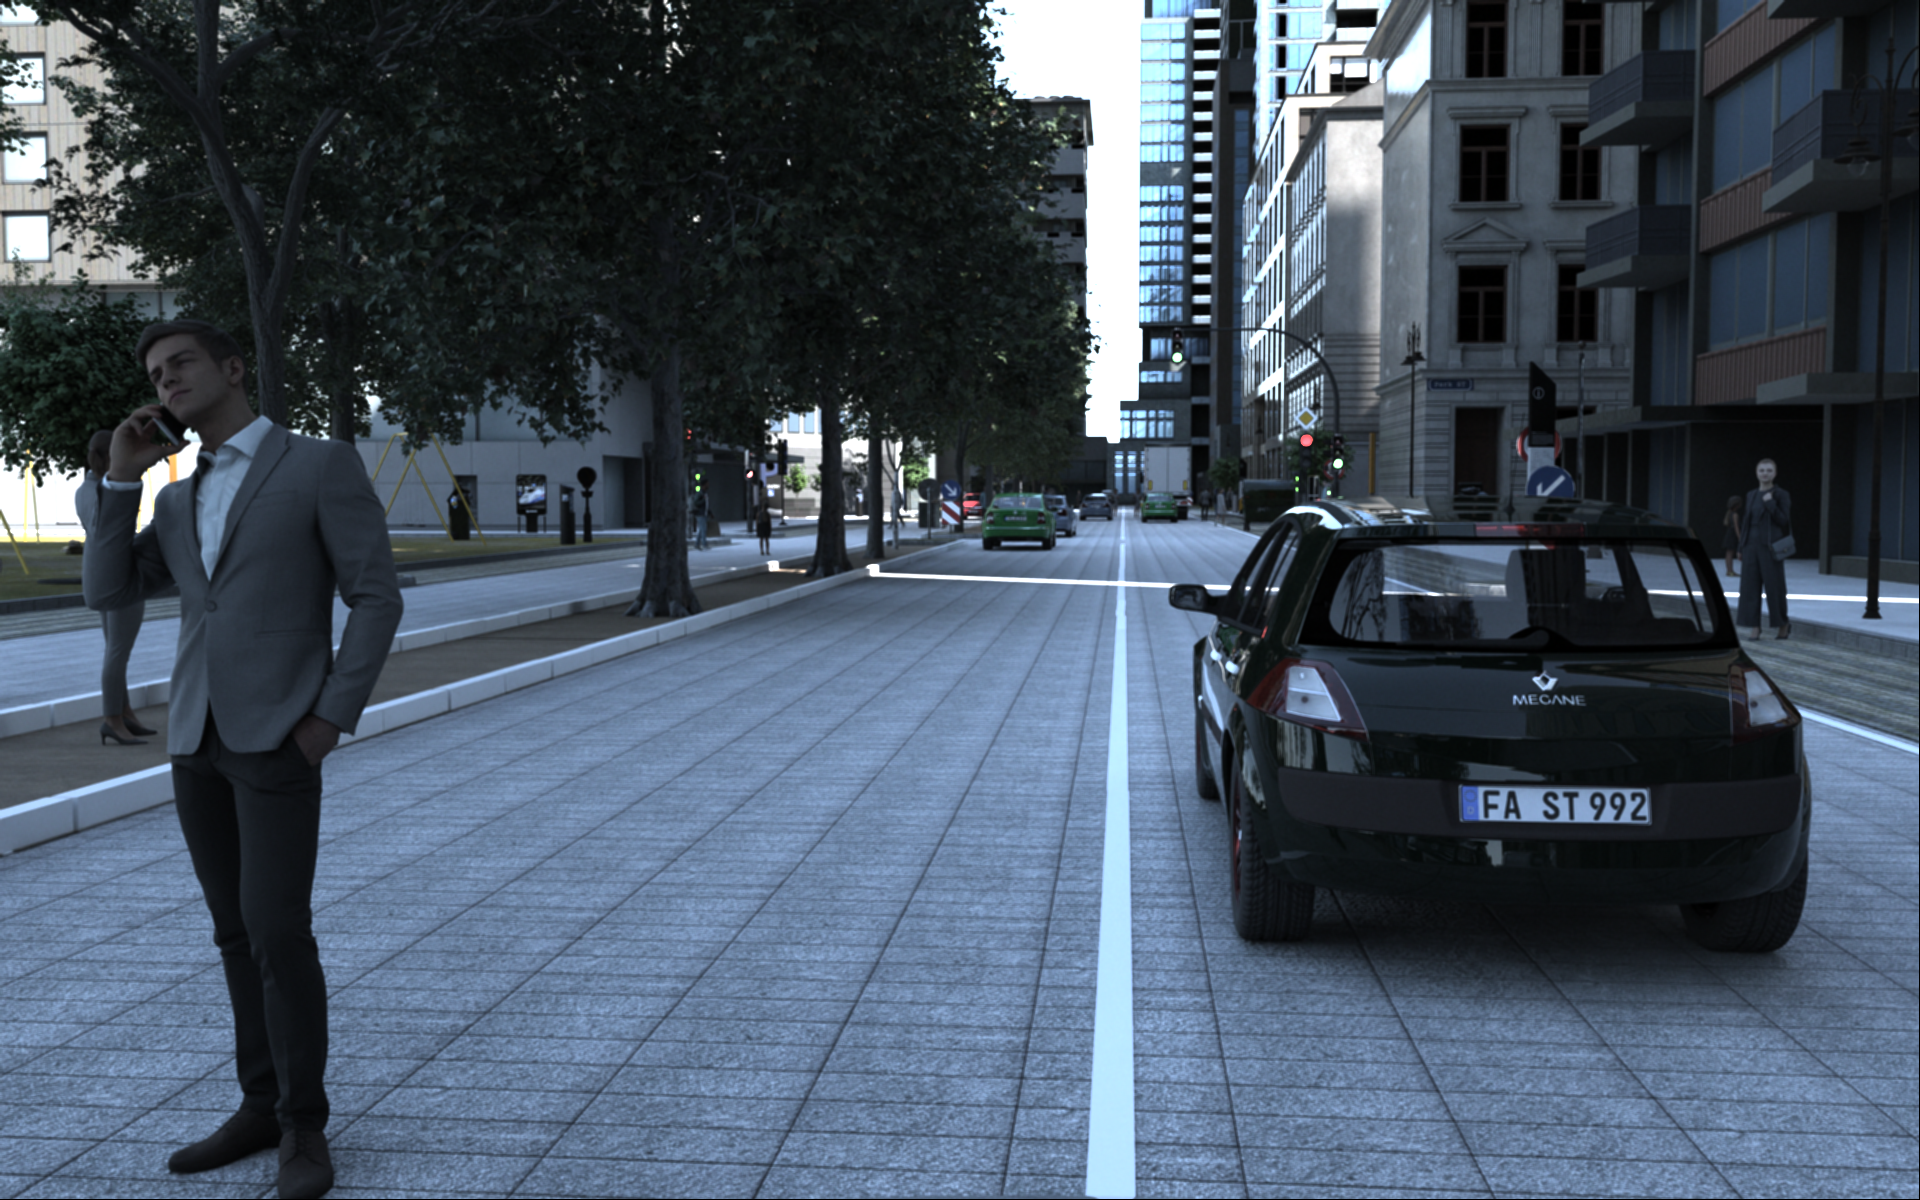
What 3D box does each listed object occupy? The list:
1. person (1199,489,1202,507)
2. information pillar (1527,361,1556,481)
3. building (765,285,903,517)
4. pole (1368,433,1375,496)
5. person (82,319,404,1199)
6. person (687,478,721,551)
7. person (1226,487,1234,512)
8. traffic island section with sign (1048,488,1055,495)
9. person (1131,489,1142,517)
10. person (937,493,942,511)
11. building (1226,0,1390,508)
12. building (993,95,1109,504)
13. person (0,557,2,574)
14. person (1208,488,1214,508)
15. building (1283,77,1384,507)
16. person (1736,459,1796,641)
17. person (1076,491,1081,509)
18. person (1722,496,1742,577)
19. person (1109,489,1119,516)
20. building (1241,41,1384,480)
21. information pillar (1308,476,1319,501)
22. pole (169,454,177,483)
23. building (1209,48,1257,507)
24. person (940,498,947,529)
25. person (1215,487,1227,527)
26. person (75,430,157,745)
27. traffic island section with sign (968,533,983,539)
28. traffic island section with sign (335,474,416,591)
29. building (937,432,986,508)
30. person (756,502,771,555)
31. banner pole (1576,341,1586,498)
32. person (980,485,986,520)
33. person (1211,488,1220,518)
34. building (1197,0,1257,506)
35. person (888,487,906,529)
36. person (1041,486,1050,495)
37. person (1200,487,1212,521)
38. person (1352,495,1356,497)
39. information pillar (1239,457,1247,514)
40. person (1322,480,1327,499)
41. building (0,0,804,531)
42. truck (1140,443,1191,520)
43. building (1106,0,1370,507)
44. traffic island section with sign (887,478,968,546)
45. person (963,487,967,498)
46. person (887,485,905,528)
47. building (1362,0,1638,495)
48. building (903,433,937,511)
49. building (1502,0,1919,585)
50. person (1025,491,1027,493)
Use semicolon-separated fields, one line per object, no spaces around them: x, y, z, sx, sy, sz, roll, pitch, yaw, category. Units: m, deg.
23.804;-10.110;171.437;0.705;1.812;1.348;1;4;15;person
10.258;-2.401;30.617;0.504;3.616;0.183;-1;4;-10;information pillar
-15.803;-34.585;107.458;21.231;58.520;28.212;0;4;5;building
13.691;-3.899;57.590;0.158;3.312;0.155;0;3;0;pole
-1.509;0.307;3.664;0.592;1.802;0.473;2;4;33;person
-6.399;-2.131;43.335;0.713;1.824;0.794;2;4;31;person
19.610;-7.274;125.155;0.709;1.800;0.728;2;4;34;person
6.836;-7.507;130.875;2.006;1.907;1.989;0;4;5;traffic island section with sign
11.024;-6.082;108.306;0.716;1.782;0.532;0;4;2;person
-1.564;-7.662;131.504;0.526;1.800;0.537;-1;4;-10;person
34.564;-51.278;151.067;22.319;86.520;31.000;0;4;5;building
5.915;-39.180;229.831;27.495;52.752;28.713;0;4;5;building
-6.748;-0.182;11.817;0.374;1.781;0.599;-1;4;-17;person
23.199;-9.457;160.681;1.348;1.823;0.705;-1;4;-17;person
21.809;-14.505;86.311;9.793;20.994;18.267;0;4;5;building
7.852;-0.489;16.909;0.576;1.772;0.534;3;5;40;person
11.471;-9.705;167.722;0.434;1.755;0.990;2;4;27;person
12.027;-0.989;26.876;0.373;1.253;0.362;1;4;13;person
9.946;-6.300;111.865;0.716;1.782;0.532;0;4;1;person
29.087;-18.793;111.777;19.350;26.468;34.151;0;4;5;building
14.229;-3.992;69.756;0.304;2.012;0.304;3;5;43;information pillar
-20.413;-3.125;44.942;0.158;3.312;0.155;0;3;0;pole
32.686;-32.120;175.266;14.600;45.320;14.200;0;4;5;building
-0.664;-3.573;71.587;0.362;1.253;0.373;3;5;44;person
11.407;-4.066;75.727;0.466;1.731;0.760;2;4;33;person
-4.750;-0.070;9.915;0.520;1.790;0.573;2;4;26;person
-0.228;-2.932;56.068;2.006;1.907;1.989;0;4;5;traffic island section with sign
-9.479;-1.092;26.487;1.989;1.847;2.006;0;4;5;traffic island section with sign
-7.613;-35.054;196.828;21.600;48.544;21.300;0;4;5;building
-4.608;-1.681;40.660;0.362;1.253;0.373;0;4;-1;person
10.098;-2.335;28.198;0.401;3.779;0.863;1;4;17;banner pole
1.154;-3.900;72.277;0.660;1.820;0.620;0;4;3;person
15.118;-5.674;101.610;0.623;1.781;0.721;-2;4;-28;person
37.243;-46.080;191.667;20.563;71.187;20.611;0;4;5;building
-2.551;-3.774;70.394;0.728;1.800;0.709;0;4;-6;person
3.716;-4.079;75.541;0.623;1.781;0.721;0;4;7;person
13.043;-5.099;92.050;0.592;1.802;0.473;2;4;29;person
13.608;-3.005;59.852;0.332;1.250;0.352;-1;4;-9;person
17.847;-7.216;109.335;0.504;3.616;0.183;0;4;3;information pillar
14.444;-3.808;68.167;0.638;1.841;0.748;-3;5;-44;person
-22.224;-29.487;71.354;28.713;52.752;27.495;0;4;5;building
11.844;-6.783;99.821;2.839;4.237;11.283;0;4;6;truck
34.664;-55.625;222.148;31.000;86.520;22.319;0;4;5;building
-0.935;-2.481;48.695;2.006;1.907;1.989;0;4;5;traffic island section with sign
0.232;-5.838;103.825;0.514;1.842;0.818;1;4;10;person
-2.628;-3.864;71.777;0.850;1.850;0.679;2;4;32;person
25.343;-13.684;59.886;21.152;22.565;11.583;0;4;5;building
-12.715;-51.010;146.678;22.319;86.520;31.000;0;4;5;building
23.744;-22.934;29.589;22.147;44.769;28.867;0;4;5;building
7.248;-11.240;192.787;1.217;1.766;0.721;-2;4;-34;person
